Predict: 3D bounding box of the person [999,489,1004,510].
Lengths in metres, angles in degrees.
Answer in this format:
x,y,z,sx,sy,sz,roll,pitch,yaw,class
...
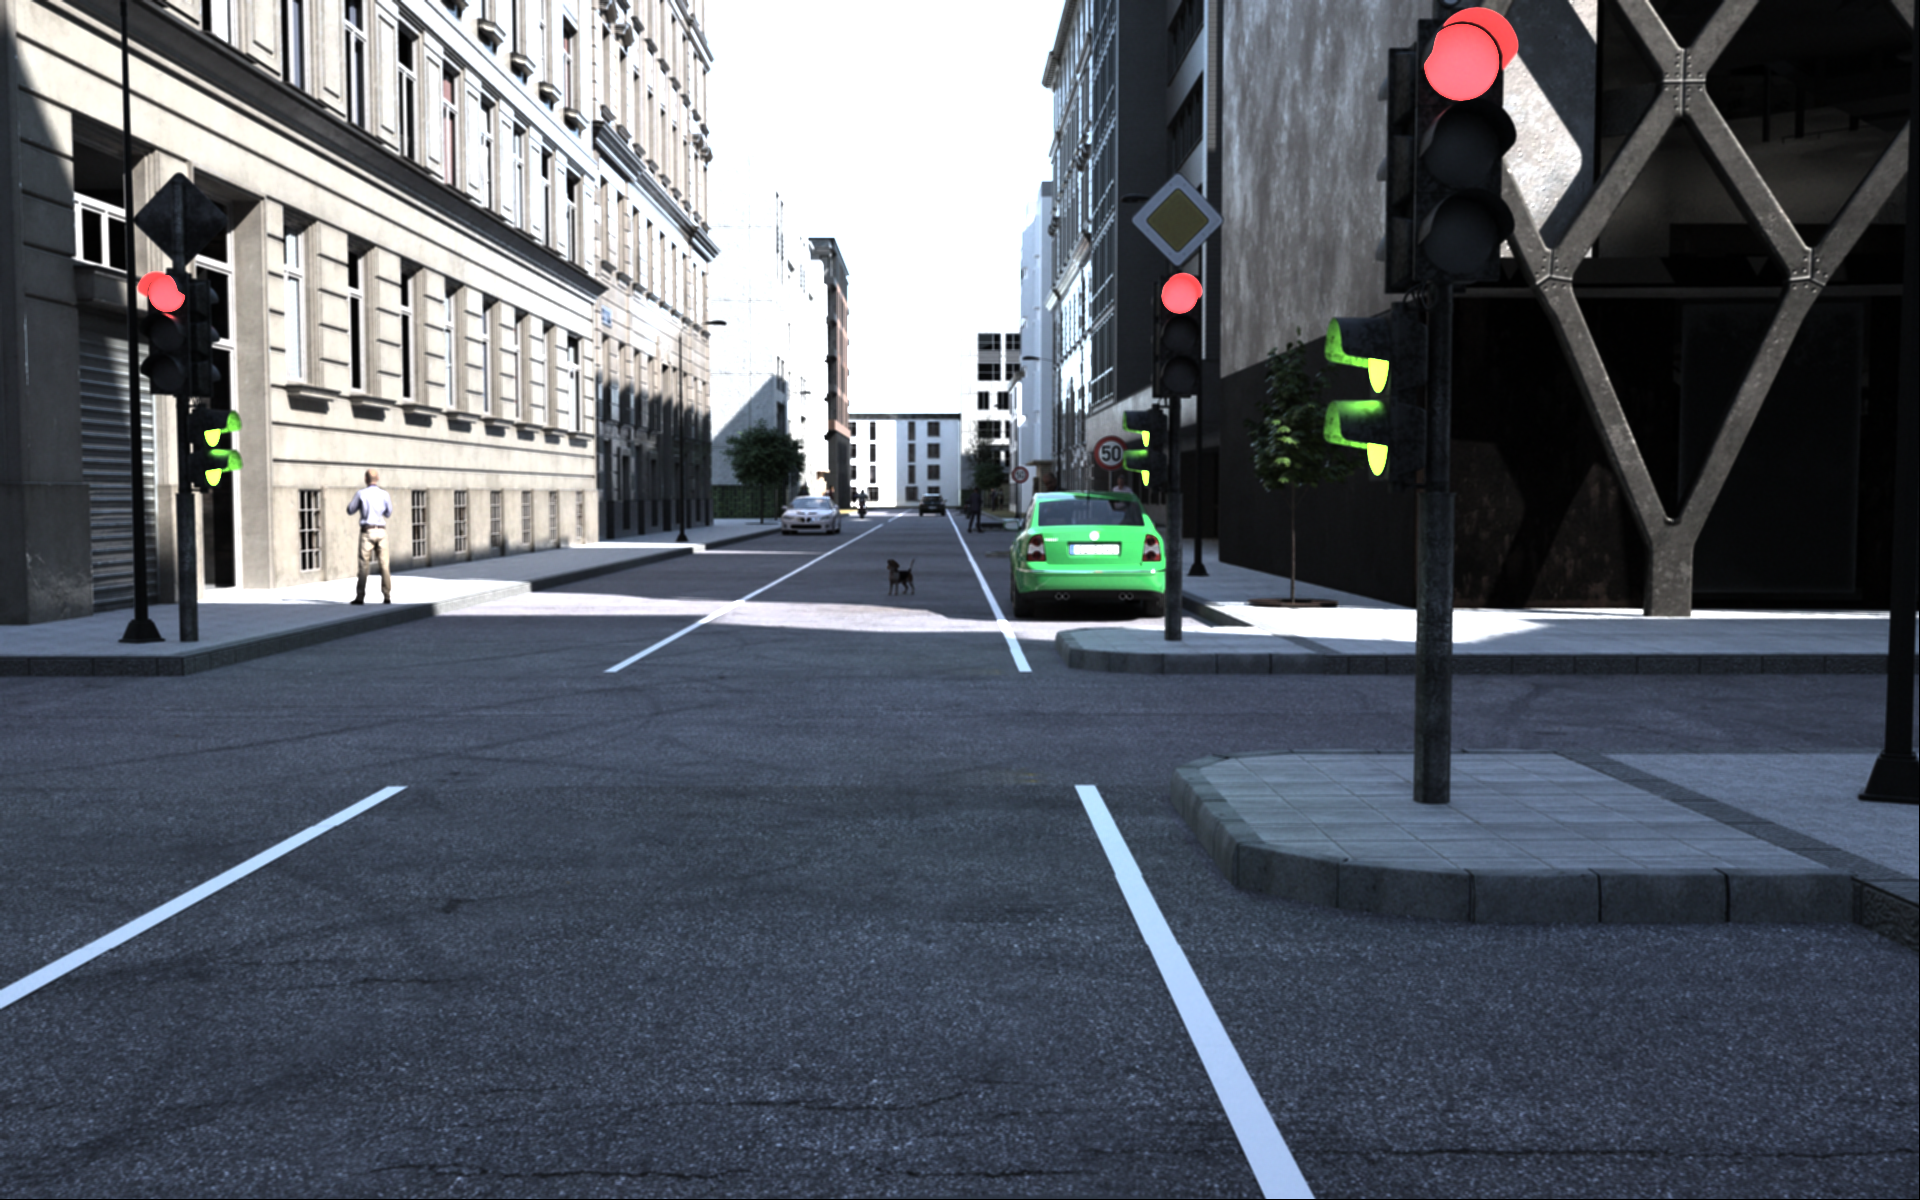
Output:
x,y,z,sx,sy,sz,roll,pitch,yaw,class
3.451,-8.199,140.880,0.721,1.735,1.217,1,4,10,person

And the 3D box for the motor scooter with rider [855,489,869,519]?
x,y,z,sx,sy,sz,roll,pitch,yaw,class
-5.699,-5.586,100.295,0.876,1.779,1.986,0,4,-1,motor scooter with rider

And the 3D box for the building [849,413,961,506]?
x,y,z,sx,sy,sz,roll,pitch,yaw,class
-13.969,-14.524,179.615,28.070,9.664,9.099,0,4,-1,building

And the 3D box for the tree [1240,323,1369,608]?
x,y,z,sx,sy,sz,roll,pitch,yaw,class
3.784,-1.538,19.742,1.663,3.219,1.824,0,3,0,tree

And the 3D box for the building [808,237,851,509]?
x,y,z,sx,sy,sz,roll,pitch,yaw,class
-26.403,-18.816,151.610,32.646,21.610,27.936,0,4,-1,building

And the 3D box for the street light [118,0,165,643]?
x,y,z,sx,sy,sz,roll,pitch,yaw,class
-6.572,-2.589,14.878,1.470,5.913,1.316,0,4,-1,street light

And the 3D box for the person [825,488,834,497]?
x,y,z,sx,sy,sz,roll,pitch,yaw,class
-8.970,-6.826,118.443,0.445,1.727,0.742,2,4,33,person

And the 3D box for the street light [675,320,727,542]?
x,y,z,sx,sy,sz,roll,pitch,yaw,class
-6.942,-4.521,46.467,1.470,5.913,1.316,0,4,-1,street light

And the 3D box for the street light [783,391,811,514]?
x,y,z,sx,sy,sz,roll,pitch,yaw,class
-7.416,-6.473,78.371,1.470,5.913,1.316,0,4,-1,street light

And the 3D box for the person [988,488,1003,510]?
x,y,z,sx,sy,sz,roll,pitch,yaw,class
2.811,-7.966,137.018,1.217,1.736,0.721,0,4,-6,person

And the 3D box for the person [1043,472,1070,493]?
x,y,z,sx,sy,sz,roll,pitch,yaw,class
1.352,-0.938,24.522,0.565,1.739,0.600,0,4,2,person

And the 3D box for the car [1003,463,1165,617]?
x,y,z,sx,sy,sz,roll,pitch,yaw,class
1.521,-0.776,21.489,1.959,1.807,4.718,0,4,1,car

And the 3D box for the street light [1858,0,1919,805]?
x,y,z,sx,sy,sz,roll,pitch,yaw,class
3.411,-2.115,7.125,1.470,5.913,1.316,0,4,-1,street light

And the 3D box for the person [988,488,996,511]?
x,y,z,sx,sy,sz,roll,pitch,yaw,class
2.439,-7.705,132.463,0.568,1.767,0.683,0,4,-7,person

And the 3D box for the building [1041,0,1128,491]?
x,y,z,sx,sy,sz,roll,pitch,yaw,class
10.532,-17.152,77.696,12.463,27.353,25.104,0,4,-1,building

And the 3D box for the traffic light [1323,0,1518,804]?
x,y,z,sx,sy,sz,roll,pitch,yaw,class
1.952,-1.093,7.122,0.839,4.213,0.868,0,4,-1,traffic light

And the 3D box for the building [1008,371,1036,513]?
x,y,z,sx,sy,sz,roll,pitch,yaw,class
8.355,-10.780,118.399,9.099,9.664,28.070,0,4,-1,building

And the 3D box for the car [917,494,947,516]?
x,y,z,sx,sy,sz,roll,pitch,yaw,class
-1.845,-6.406,114.532,2.009,1.686,4.222,0,4,-1,car

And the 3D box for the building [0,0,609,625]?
x,y,z,sx,sy,sz,roll,pitch,yaw,class
-16.547,-12.054,30.367,16.112,22.955,30.059,0,4,-1,building

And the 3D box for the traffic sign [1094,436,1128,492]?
x,y,z,sx,sy,sz,roll,pitch,yaw,class
3.304,-2.314,37.946,0.768,2.556,0.104,0,4,2,traffic sign

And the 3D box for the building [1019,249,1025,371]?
x,y,z,sx,sy,sz,roll,pitch,yaw,class
18.936,-18.641,148.756,27.936,21.610,32.646,0,4,-1,building

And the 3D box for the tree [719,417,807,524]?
x,y,z,sx,sy,sz,roll,pitch,yaw,class
-8.567,-5.522,74.004,4.285,4.588,4.351,0,3,0,tree

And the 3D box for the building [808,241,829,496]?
x,y,z,sx,sy,sz,roll,pitch,yaw,class
-17.737,-16.580,127.510,16.016,20.091,11.380,0,4,-1,building

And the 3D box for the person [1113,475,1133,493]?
x,y,z,sx,sy,sz,roll,pitch,yaw,class
3.650,-1.991,39.540,0.756,1.711,0.436,3,4,36,person

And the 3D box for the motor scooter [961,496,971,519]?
x,y,z,sx,sy,sz,roll,pitch,yaw,class
0.474,-5.419,101.376,0.815,1.314,1.986,0,4,-3,motor scooter

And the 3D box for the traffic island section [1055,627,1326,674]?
x,y,z,sx,sy,sz,roll,pitch,yaw,class
1.895,0.432,15.220,2.009,0.180,2.903,0,4,-1,traffic island section

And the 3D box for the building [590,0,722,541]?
x,y,z,sx,sy,sz,roll,pitch,yaw,class
-15.567,-15.937,57.831,12.463,27.353,25.104,0,4,-1,building

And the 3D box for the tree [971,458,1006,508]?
x,y,z,sx,sy,sz,roll,pitch,yaw,class
2.593,-10.595,156.935,4.285,4.588,4.351,0,3,0,tree

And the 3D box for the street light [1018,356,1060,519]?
x,y,z,sx,sy,sz,roll,pitch,yaw,class
2.803,-5.258,58.516,1.470,5.913,1.316,0,4,-1,street light

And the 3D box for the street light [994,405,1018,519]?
x,y,z,sx,sy,sz,roll,pitch,yaw,class
2.445,-7.184,90.007,1.470,5.913,1.316,0,4,-1,street light

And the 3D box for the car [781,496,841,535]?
x,y,z,sx,sy,sz,roll,pitch,yaw,class
-5.345,-3.067,62.507,2.083,1.381,4.827,0,4,0,car

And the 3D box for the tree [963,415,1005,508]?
x,y,z,sx,sy,sz,roll,pitch,yaw,class
2.128,-12.956,162.187,4.360,8.622,3.978,0,3,0,tree

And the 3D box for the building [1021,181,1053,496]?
x,y,z,sx,sy,sz,roll,pitch,yaw,class
11.584,-14.802,98.429,16.016,20.091,11.380,0,4,-1,building

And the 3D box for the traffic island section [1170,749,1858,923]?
x,y,z,sx,sy,sz,roll,pitch,yaw,class
1.992,0.920,7.235,2.009,0.180,2.903,0,4,-1,traffic island section

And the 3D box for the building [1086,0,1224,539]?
x,y,z,sx,sy,sz,roll,pitch,yaw,class
12.017,-14.140,50.264,14.314,24.678,30.058,0,4,-1,building

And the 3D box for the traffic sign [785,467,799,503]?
x,y,z,sx,sy,sz,roll,pitch,yaw,class
-7.576,-4.730,77.448,0.768,2.556,0.104,0,4,4,traffic sign

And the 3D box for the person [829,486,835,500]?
x,y,z,sx,sy,sz,roll,pitch,yaw,class
-8.441,-6.608,114.047,0.705,1.831,1.348,-1,4,-10,person

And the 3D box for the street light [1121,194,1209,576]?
x,y,z,sx,sy,sz,roll,pitch,yaw,class
3.192,-3.331,27.008,1.470,5.913,1.316,0,4,-1,street light

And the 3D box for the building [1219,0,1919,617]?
x,y,z,sx,sy,sz,roll,pitch,yaw,class
13.367,-9.577,24.039,16.811,18.784,16.820,0,4,-1,building

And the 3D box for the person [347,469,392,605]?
x,y,z,sx,sy,sz,roll,pitch,yaw,class
-6.877,-0.740,20.211,0.516,1.574,0.319,-2,4,-31,person

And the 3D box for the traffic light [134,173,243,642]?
x,y,z,sx,sy,sz,roll,pitch,yaw,class
-6.706,-1.574,14.987,0.839,4.213,0.868,0,4,-1,traffic light

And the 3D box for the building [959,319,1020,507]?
x,y,z,sx,sy,sz,roll,pitch,yaw,class
15.765,-19.369,183.140,31.486,18.905,16.747,0,4,-1,building

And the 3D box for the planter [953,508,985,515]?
x,y,z,sx,sy,sz,roll,pitch,yaw,class
0.657,-5.875,117.201,1.991,0.319,1.994,0,4,-1,planter

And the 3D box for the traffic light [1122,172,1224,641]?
x,y,z,sx,sy,sz,roll,pitch,yaw,class
1.855,-1.582,15.106,0.839,4.213,0.868,0,4,-1,traffic light

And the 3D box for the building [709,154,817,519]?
x,y,z,sx,sy,sz,roll,pitch,yaw,class
-18.295,-14.649,105.975,16.747,18.905,31.486,0,4,-1,building

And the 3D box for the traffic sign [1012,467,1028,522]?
x,y,z,sx,sy,sz,roll,pitch,yaw,class
2.793,-4.908,80.347,0.768,2.556,0.104,0,4,3,traffic sign

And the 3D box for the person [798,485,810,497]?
x,y,z,sx,sy,sz,roll,pitch,yaw,class
-8.419,-5.342,93.933,0.990,1.755,0.434,-2,4,-32,person

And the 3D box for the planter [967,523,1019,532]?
x,y,z,sx,sy,sz,roll,pitch,yaw,class
1.251,-2.800,66.926,1.991,0.319,1.994,0,4,-1,planter

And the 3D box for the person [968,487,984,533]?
x,y,z,sx,sy,sz,roll,pitch,yaw,class
0.595,-3.356,64.285,0.541,1.710,0.530,3,5,41,person

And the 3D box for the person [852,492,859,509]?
x,y,z,sx,sy,sz,roll,pitch,yaw,class
-9.239,-8.799,153.138,0.697,1.427,0.421,-3,4,-37,person

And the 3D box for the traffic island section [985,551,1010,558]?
x,y,z,sx,sy,sz,roll,pitch,yaw,class
1.585,-1.041,39.882,1.991,0.108,1.994,0,4,-1,traffic island section
